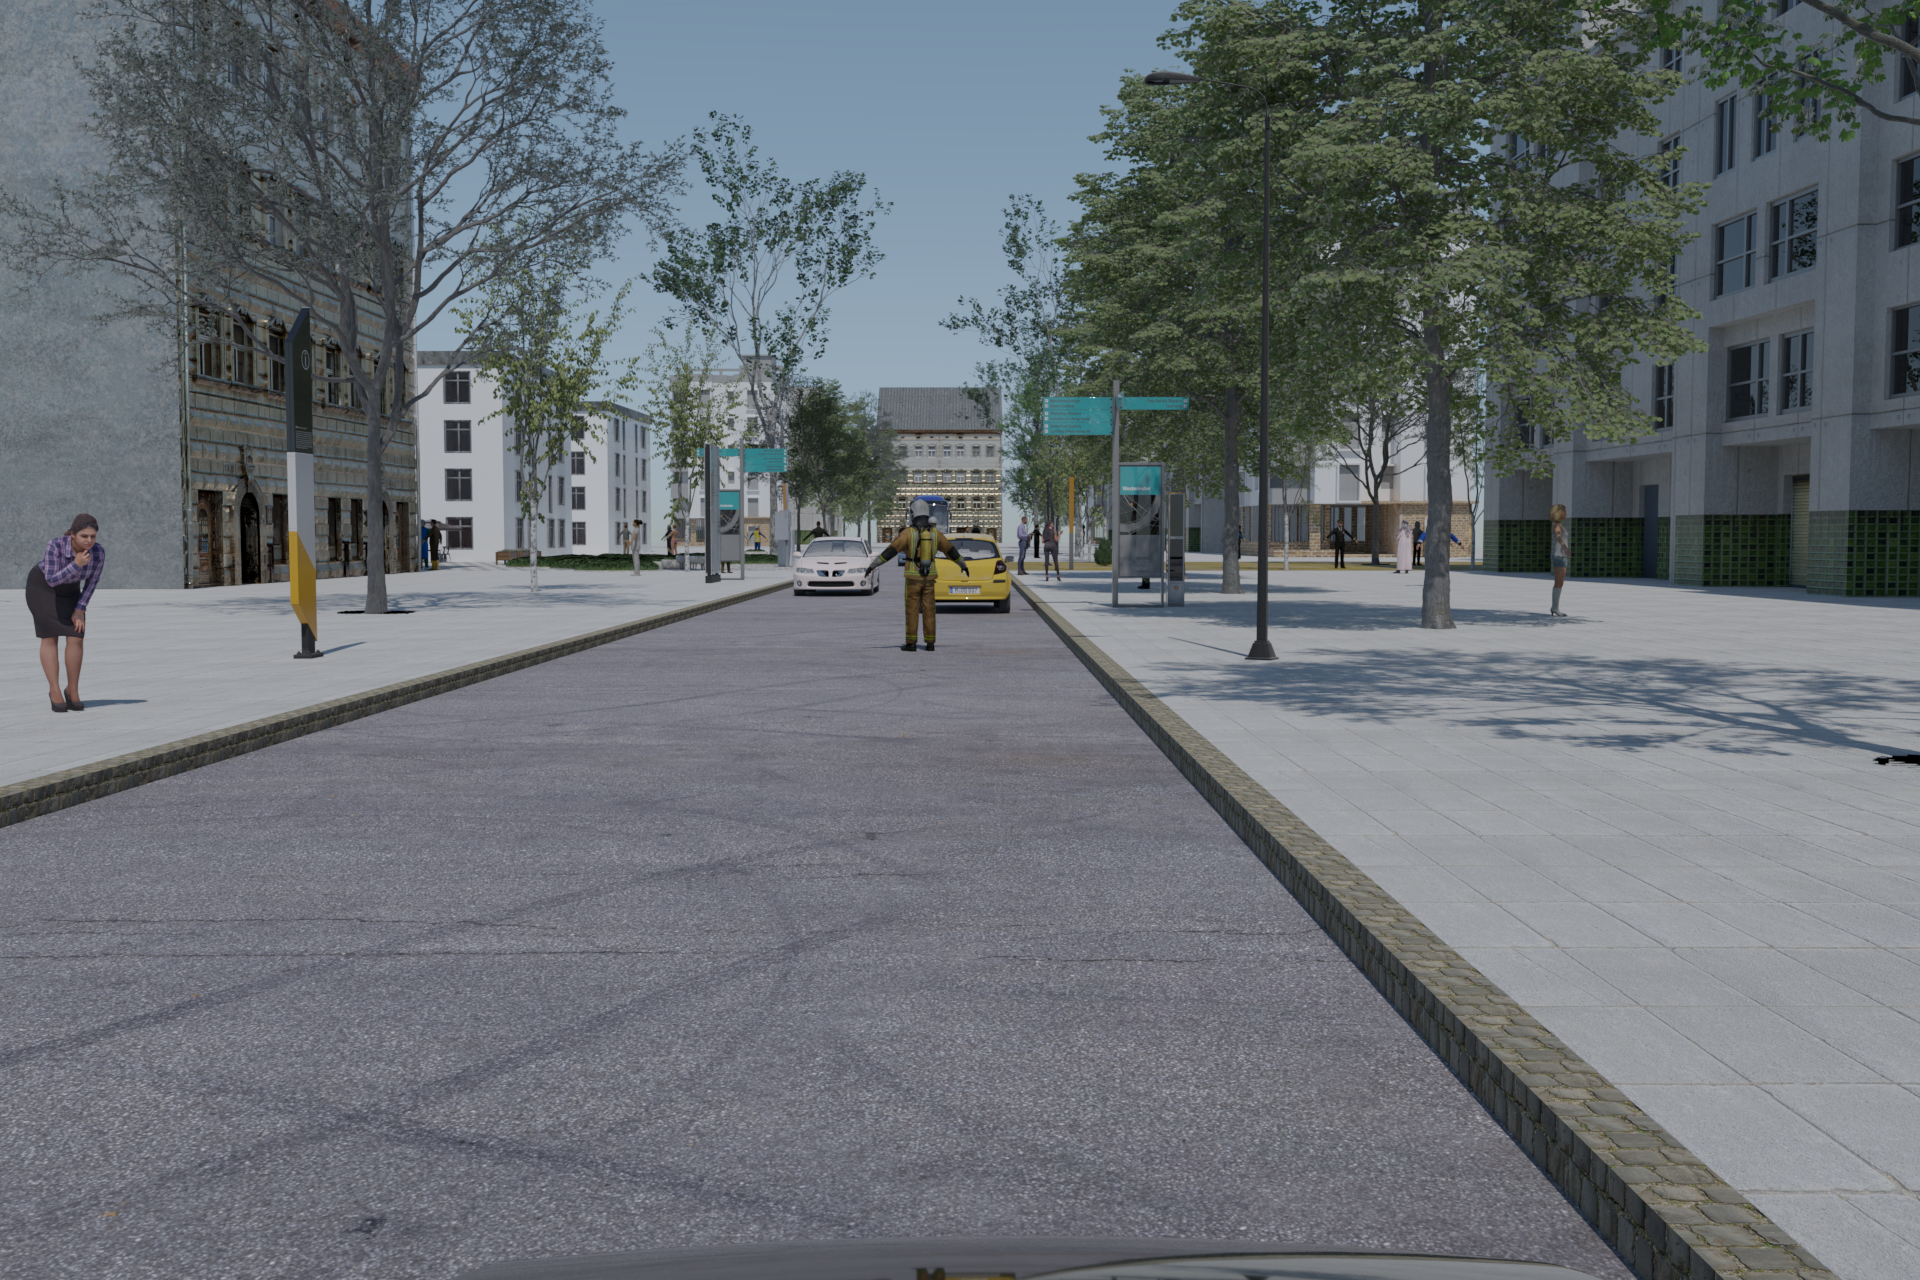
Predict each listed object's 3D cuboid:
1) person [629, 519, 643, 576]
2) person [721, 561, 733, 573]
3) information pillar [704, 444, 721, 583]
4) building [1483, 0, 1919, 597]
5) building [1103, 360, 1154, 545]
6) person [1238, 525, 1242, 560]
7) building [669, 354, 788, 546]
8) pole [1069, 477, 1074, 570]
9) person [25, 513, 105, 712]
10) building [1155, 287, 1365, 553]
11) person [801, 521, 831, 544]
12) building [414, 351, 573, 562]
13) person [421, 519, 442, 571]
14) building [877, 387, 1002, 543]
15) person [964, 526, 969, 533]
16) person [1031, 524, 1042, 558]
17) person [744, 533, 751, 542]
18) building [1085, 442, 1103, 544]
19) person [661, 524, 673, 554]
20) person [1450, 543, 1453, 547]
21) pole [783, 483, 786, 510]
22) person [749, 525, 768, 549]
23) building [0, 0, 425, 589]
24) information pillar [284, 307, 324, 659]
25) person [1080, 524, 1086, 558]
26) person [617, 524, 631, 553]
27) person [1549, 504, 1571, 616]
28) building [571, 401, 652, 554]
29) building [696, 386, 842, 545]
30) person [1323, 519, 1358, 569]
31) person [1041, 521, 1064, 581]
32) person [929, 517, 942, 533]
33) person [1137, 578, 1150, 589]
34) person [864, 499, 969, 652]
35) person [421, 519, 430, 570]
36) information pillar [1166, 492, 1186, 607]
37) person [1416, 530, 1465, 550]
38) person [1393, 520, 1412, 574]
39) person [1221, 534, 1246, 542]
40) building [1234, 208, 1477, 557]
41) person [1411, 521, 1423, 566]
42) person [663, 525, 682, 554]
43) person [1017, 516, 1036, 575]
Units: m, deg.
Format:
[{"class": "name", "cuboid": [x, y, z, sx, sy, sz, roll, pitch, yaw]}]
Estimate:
[{"class": "person", "cuboid": [-10.011, -2.833, 53.088, 0.721, 1.739, 1.217, 0, 4, -3]}, {"class": "person", "cuboid": [-7.623, -3.056, 56.735, 1.217, 1.736, 0.721, -3, 5, -42]}, {"class": "information pillar", "cuboid": [-6.545, -3.333, 45.808, 0.184, 3.620, 1.656, 0, 4, 0]}, {"class": "building", "cuboid": [26.391, -10.809, 43.189, 16.747, 18.905, 31.486, 0, 4, 0]}, {"class": "building", "cuboid": [24.635, -19.342, 182.701, 16.747, 18.905, 31.486, 0, 4, 0]}, {"class": "person", "cuboid": [13.805, -4.872, 86.384, 0.721, 1.740, 1.216, 2, 4, 29]}, {"class": "building", "cuboid": [-24.608, -20.006, 183.520, 16.016, 20.090, 11.380, 0, 4, 1]}, {"class": "pole", "cuboid": [3.986, -4.166, 61.958, 0.158, 3.312, 0.155, 0, 3, 0]}, {"class": "person", "cuboid": [-6.392, -0.194, 12.443, 0.697, 1.427, 0.421, 3, 4, 36]}, {"class": "building", "cuboid": [24.902, -16.268, 132.447, 16.747, 18.905, 31.486, 0, 4, 1]}, {"class": "person", "cuboid": [-5.609, -3.812, 68.544, 1.346, 1.802, 0.704, -1, 4, -21]}, {"class": "building", "cuboid": [-25.364, -9.255, 93.473, 9.099, 9.664, 28.070, 0, 4, 0]}, {"class": "person", "cuboid": [-18.531, -3.351, 60.932, 0.704, 1.812, 1.346, 1, 4, 13]}, {"class": "building", "cuboid": [-2.906, -25.937, 257.454, 18.063, 23.208, 19.493, 0, 4, 0]}, {"class": "person", "cuboid": [0.327, -3.656, 68.954, 1.216, 1.740, 0.721, -3, 5, -40]}, {"class": "person", "cuboid": [4.093, -5.227, 91.652, 0.705, 1.806, 1.347, -2, 4, -33]}, {"class": "person", "cuboid": [-10.352, -4.520, 80.095, 1.347, 1.806, 0.705, 0, 4, -8]}, {"class": "building", "cuboid": [21.841, -22.964, 231.884, 16.016, 20.090, 11.380, 0, 4, 0]}, {"class": "person", "cuboid": [-16.855, -5.785, 100.371, 0.705, 1.856, 1.354, -3, 5, -44]}, {"class": "person", "cuboid": [18.700, -3.510, 66.647, 0.991, 1.433, 0.599, -3, 5, -45]}, {"class": "pole", "cuboid": [-7.036, -4.644, 69.768, 0.158, 3.312, 0.155, 0, 3, 0]}, {"class": "person", "cuboid": [-10.906, -5.328, 93.578, 1.216, 1.772, 0.721, 2, 4, 27]}, {"class": "building", "cuboid": [-27.252, -13.296, 48.324, 19.493, 23.208, 18.063, 0, 4, -1]}, {"class": "information pillar", "cuboid": [-6.756, -1.616, 17.769, 0.183, 3.616, 0.504, 0, 4, 1]}, {"class": "person", "cuboid": [6.662, -5.414, 94.664, 0.704, 1.843, 1.345, 0, 4, 5]}, {"class": "person", "cuboid": [-17.688, -5.238, 91.909, 1.348, 1.796, 0.705, 1, 4, 23]}, {"class": "person", "cuboid": [9.445, -1.251, 27.073, 0.721, 1.753, 1.214, 1, 4, 16]}, {"class": "building", "cuboid": [-26.446, -11.094, 123.534, 9.099, 9.664, 28.070, 0, 4, 1]}, {"class": "building", "cuboid": [-24.756, -21.825, 223.301, 16.747, 18.905, 31.486, 0, 4, 0]}, {"class": "person", "cuboid": [14.145, -3.580, 64.460, 1.347, 1.837, 0.705, 0, 4, -5]}, {"class": "person", "cuboid": [2.505, -2.415, 47.004, 0.593, 1.643, 0.415, -2, 4, -23]}, {"class": "person", "cuboid": [-0.660, -2.024, 41.411, 1.347, 1.847, 0.705, -2, 4, -31]}, {"class": "person", "cuboid": [4.291, -2.113, 40.419, 0.704, 1.845, 1.351, 0, 4, 1]}, {"class": "person", "cuboid": [-0.497, -0.794, 21.202, 1.354, 1.858, 0.705, -1, 4, -20]}, {"class": "person", "cuboid": [-19.388, -3.445, 62.452, 1.347, 1.817, 0.704, 1, 4, 13]}, {"class": "information pillar", "cuboid": [3.809, -1.598, 30.622, 0.304, 2.012, 0.304, 0, 3, 0]}, {"class": "person", "cuboid": [11.700, -2.223, 42.326, 1.345, 1.831, 0.704, -1, 4, -18]}, {"class": "person", "cuboid": [14.416, -3.027, 56.197, 0.551, 1.740, 0.621, -2, 4, -35]}, {"class": "person", "cuboid": [12.837, -4.620, 81.513, 1.349, 1.833, 0.705, 3, 5, 40]}, {"class": "building", "cuboid": [22.135, -15.348, 107.356, 16.016, 20.090, 11.380, 0, 4, 0]}, {"class": "person", "cuboid": [18.631, -3.938, 70.509, 0.705, 1.813, 1.348, -3, 4, -36]}, {"class": "person", "cuboid": [-13.603, -4.605, 82.093, 0.721, 1.733, 1.217, 2, 4, 32]}, {"class": "person", "cuboid": [2.076, -2.935, 53.903, 0.599, 1.838, 0.709, 1, 4, 10]}]
